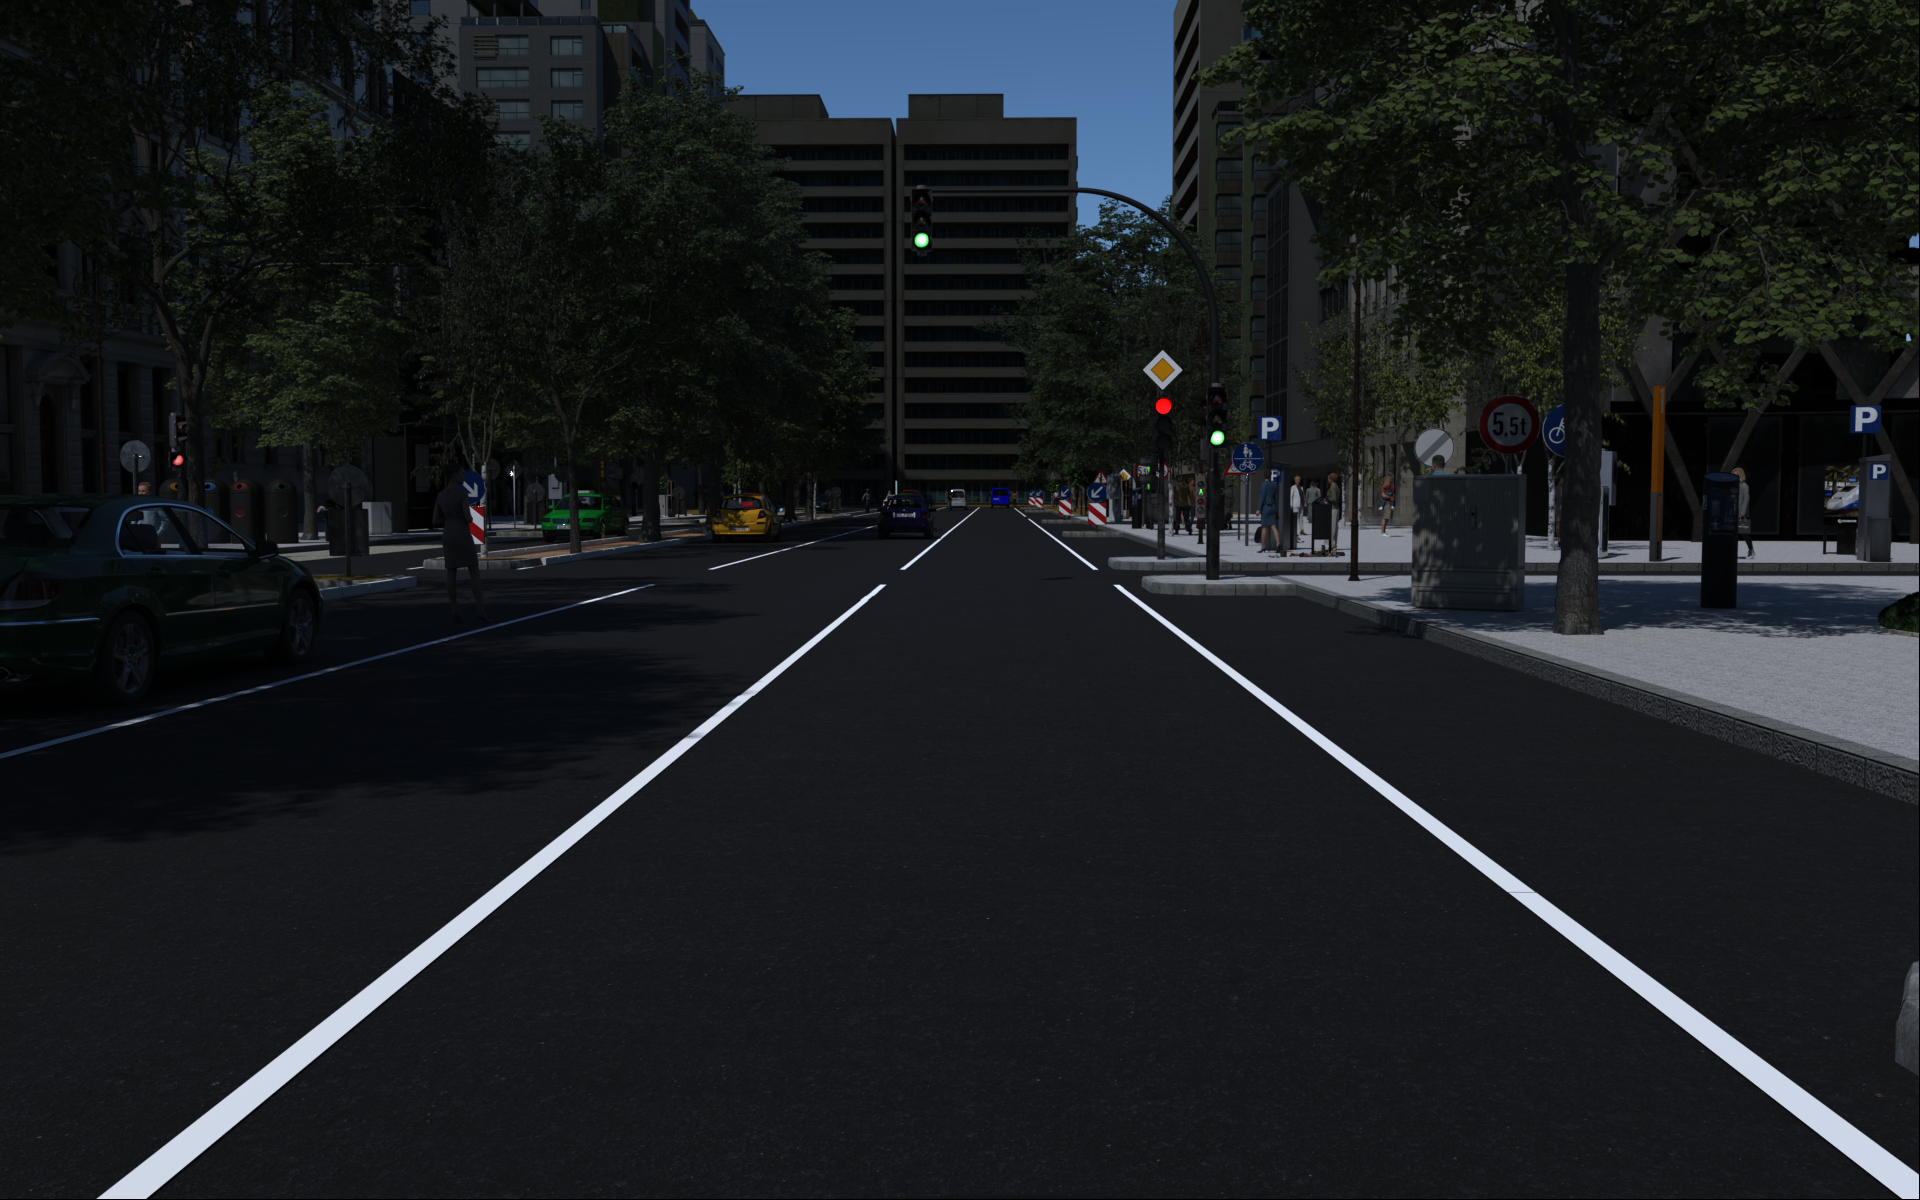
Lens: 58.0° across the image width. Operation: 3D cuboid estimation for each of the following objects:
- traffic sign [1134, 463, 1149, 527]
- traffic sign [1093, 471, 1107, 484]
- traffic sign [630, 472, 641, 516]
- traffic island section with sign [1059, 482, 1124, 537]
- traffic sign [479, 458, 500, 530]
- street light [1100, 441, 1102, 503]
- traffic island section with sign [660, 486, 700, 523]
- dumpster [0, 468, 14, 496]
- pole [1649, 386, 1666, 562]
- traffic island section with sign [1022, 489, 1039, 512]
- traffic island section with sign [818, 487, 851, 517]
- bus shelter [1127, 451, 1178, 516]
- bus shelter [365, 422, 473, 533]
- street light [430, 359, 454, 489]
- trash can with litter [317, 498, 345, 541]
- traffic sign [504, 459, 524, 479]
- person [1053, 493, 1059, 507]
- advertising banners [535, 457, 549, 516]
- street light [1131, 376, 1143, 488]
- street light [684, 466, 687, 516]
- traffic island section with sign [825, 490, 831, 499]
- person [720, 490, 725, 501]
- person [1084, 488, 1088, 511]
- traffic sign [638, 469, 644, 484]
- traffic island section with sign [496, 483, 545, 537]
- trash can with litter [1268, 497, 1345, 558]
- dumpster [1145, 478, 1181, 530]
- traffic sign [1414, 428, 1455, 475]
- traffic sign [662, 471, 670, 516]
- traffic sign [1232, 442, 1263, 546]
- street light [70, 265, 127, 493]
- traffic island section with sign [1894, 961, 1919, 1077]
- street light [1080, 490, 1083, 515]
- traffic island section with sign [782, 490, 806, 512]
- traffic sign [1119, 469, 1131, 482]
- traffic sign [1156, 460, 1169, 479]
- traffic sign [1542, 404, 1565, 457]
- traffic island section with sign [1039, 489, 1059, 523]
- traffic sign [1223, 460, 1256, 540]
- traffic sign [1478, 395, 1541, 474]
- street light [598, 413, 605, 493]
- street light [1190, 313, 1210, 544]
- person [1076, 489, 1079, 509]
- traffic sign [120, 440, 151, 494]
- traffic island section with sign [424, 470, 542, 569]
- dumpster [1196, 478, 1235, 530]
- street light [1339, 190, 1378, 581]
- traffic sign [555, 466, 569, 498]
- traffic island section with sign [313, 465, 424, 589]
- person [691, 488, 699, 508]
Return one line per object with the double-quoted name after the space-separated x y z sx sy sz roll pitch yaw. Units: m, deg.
7.187 -4.145 67.873 0.768 2.556 0.104 0 4 6 "traffic sign"
7.349 -5.532 90.458 0.884 2.594 0.081 0 4 4 "traffic sign"
-18.801 -6.148 100.618 0.768 2.556 0.104 1 4 8 "traffic sign"
4.477 -3.051 58.511 1.989 1.847 2.006 0 4 1 "traffic island section with sign"
-16.647 -3.741 61.279 0.768 2.556 0.104 0 4 7 "traffic sign"
7.100 -6.994 87.133 0.468 5.910 1.993 0 4 1 "street light"
-13.989 -4.724 85.863 1.989 1.847 2.006 0 4 1 "traffic island section with sign"
-20.526 -2.004 35.260 1.502 2.255 1.985 0 4 1 "dumpster"
13.209 -2.383 32.801 0.158 3.312 0.155 0 3 0 "pole"
6.072 -7.793 136.039 1.989 1.847 2.006 0 4 1 "traffic island section with sign"
-7.863 -6.168 108.977 2.006 1.907 1.989 0 4 1 "traffic island section with sign"
9.045 -5.357 81.508 2.014 3.302 5.546 0 4 1 "bus shelter"
-18.474 -4.169 59.444 1.731 3.624 6.357 0 4 1 "bus shelter"
-16.930 -5.149 56.982 0.468 5.910 1.993 0 4 1 "street light"
-16.836 -2.163 46.759 0.624 1.170 1.055 0 4 7 "trash can with litter"
-16.676 -3.979 64.792 0.795 2.593 0.064 1 4 10 "traffic sign"
9.571 -10.103 172.172 0.756 1.711 0.436 2 4 35 "person"
-19.807 -5.250 82.027 0.090 3.025 2.074 0 4 3 "advertising banners"
6.713 -5.684 65.724 0.468 5.910 1.993 0 4 1 "street light"
-16.033 -7.847 101.084 0.468 5.910 1.993 0 4 1 "street light"
-12.384 -9.442 163.002 1.989 1.847 2.006 0 4 1 "traffic island section with sign"
-23.003 -9.830 167.693 0.756 1.711 0.436 3 5 40 "person"
9.455 -7.601 130.338 0.705 1.822 1.348 0 4 1 "person"
-16.002 -5.372 87.937 0.768 2.556 0.104 1 4 10 "traffic sign"
-14.533 -3.076 58.913 1.989 1.847 2.006 0 4 1 "traffic island section with sign"
7.090 -1.504 35.651 2.233 1.210 1.678 -2 4 -34 "trash can with litter"
7.386 -3.483 62.709 1.264 1.857 1.865 0 4 1 "dumpster"
9.098 -2.030 33.304 0.768 2.556 0.104 0 4 6 "traffic sign"
-16.848 -6.063 99.139 0.884 2.594 0.081 0 4 5 "traffic sign"
7.075 -2.602 42.648 0.768 2.556 0.104 1 4 10 "traffic sign"
-17.390 -3.810 35.075 0.468 5.910 1.993 0 4 1 "street light"
3.348 0.290 3.880 1.989 1.847 2.006 0 4 1 "traffic island section with sign"
7.623 -8.303 108.540 0.468 5.910 1.993 0 4 1 "street light"
-12.941 -7.794 136.052 1.989 1.847 2.006 0 4 1 "traffic island section with sign"
8.494 -5.505 89.744 0.795 2.593 0.064 1 4 9 "traffic sign"
7.553 -3.994 65.412 0.768 2.556 0.104 0 4 7 "traffic sign"
8.521 -1.478 24.272 0.768 2.556 0.104 0 4 4 "traffic sign"
5.038 -4.699 85.461 1.989 1.847 2.006 0 4 1 "traffic island section with sign"
7.744 -2.937 48.029 0.884 2.594 0.081 0 4 6 "traffic sign"
7.049 -1.357 22.292 0.768 2.556 0.104 1 4 10 "traffic sign"
-16.453 -6.496 79.000 0.468 5.910 1.993 0 4 1 "street light"
6.181 -4.375 44.317 0.468 5.910 1.993 0 4 1 "street light"
9.796 -8.607 146.401 0.705 1.869 1.348 -1 4 -21 "person"
-19.470 -2.494 40.889 0.768 2.556 0.104 0 4 5 "traffic sign"
-9.409 -1.573 33.854 2.006 1.907 1.989 0 4 1 "traffic island section with sign"
9.250 -3.489 62.797 1.264 1.857 1.865 0 4 1 "dumpster"
5.823 -3.219 25.415 0.468 5.910 1.993 0 4 1 "street light"
-17.733 -4.724 77.339 0.768 2.556 0.104 0 4 5 "traffic sign"
-9.572 -1.120 26.449 2.006 1.907 1.989 0 4 1 "traffic island section with sign"
-24.820 -9.632 163.550 1.348 1.821 0.705 -2 4 -34 "person"
